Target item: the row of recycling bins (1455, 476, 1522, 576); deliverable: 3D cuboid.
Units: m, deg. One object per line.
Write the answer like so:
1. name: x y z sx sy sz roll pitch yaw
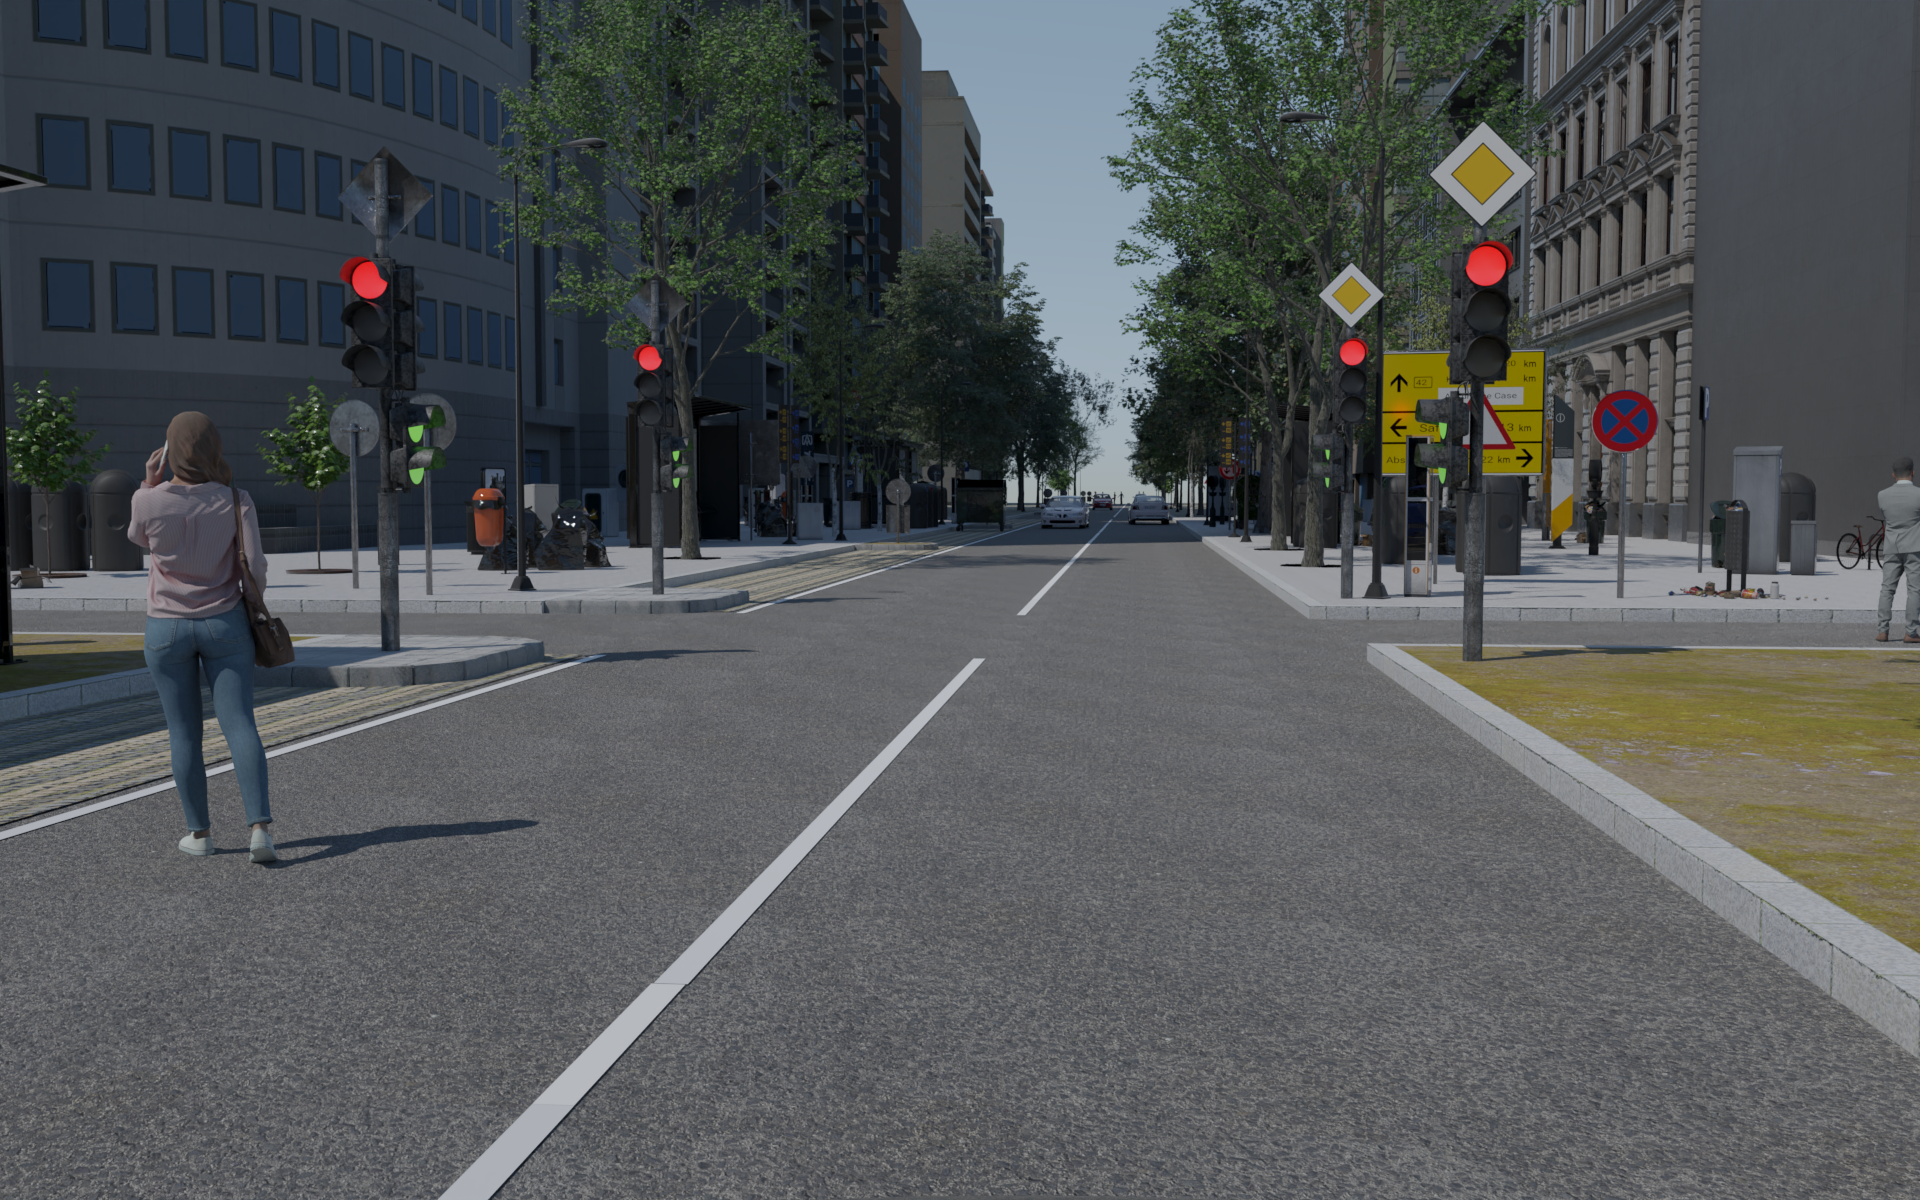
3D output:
1. row of recycling bins: 8.743 -1.324 28.760 1.069 1.692 3.534 1 4 15

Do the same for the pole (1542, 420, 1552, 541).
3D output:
1. pole: 16.097 -3.282 47.497 0.158 3.312 0.155 0 3 0

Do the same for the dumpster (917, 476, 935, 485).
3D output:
1. dumpster: -1.945 -5.423 91.160 1.502 2.255 1.985 0 4 6

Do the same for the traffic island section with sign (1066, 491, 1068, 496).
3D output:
1. traffic island section with sign: 8.961 -8.556 148.514 1.989 1.847 2.006 0 4 6

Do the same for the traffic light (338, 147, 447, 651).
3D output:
1. traffic light: -4.645 -1.538 14.063 0.839 4.253 0.868 0 4 6

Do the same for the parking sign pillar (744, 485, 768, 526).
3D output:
1. parking sign pillar: -7.985 -4.977 69.852 1.447 3.967 1.447 -1 4 -10

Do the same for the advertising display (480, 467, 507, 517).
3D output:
1. advertising display: -11.314 -2.252 42.029 0.123 1.923 0.974 1 4 16

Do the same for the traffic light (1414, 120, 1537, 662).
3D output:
1. traffic light: 3.924 -1.486 13.212 0.839 4.253 0.868 0 4 6

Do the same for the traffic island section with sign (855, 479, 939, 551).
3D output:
1. traffic island section with sign: -1.590 -2.200 44.601 1.989 1.847 2.006 0 4 6

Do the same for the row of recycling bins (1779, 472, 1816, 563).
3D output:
1. row of recycling bins: 16.049 -1.646 34.031 1.069 1.692 3.534 1 4 18

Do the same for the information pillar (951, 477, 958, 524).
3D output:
1. information pillar: -0.172 -4.312 74.988 0.304 2.012 0.304 -3 4 -38

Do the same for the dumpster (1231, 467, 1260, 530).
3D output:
1. dumpster: 10.618 -3.707 63.101 1.502 2.255 1.985 0 4 6

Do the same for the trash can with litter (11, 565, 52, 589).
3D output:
1. trash can with litter: -12.961 -0.740 23.494 1.055 1.170 0.624 -3 4 -39

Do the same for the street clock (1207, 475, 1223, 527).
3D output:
1. street clock: 9.816 -3.832 67.228 0.358 2.002 0.471 -2 4 -26

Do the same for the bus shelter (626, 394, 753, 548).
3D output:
1. bus shelter: -6.779 -3.225 44.011 1.731 3.624 6.357 0 4 6

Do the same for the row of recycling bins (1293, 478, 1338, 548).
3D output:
1. row of recycling bins: 8.661 -2.166 42.527 1.069 1.692 3.534 0 4 8

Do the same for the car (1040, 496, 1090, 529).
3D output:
1. car: 4.480 -3.727 73.302 2.083 1.381 4.827 0 4 7

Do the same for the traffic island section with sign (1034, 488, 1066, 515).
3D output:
1. traffic island section with sign: 6.236 -6.916 121.697 1.989 1.847 2.006 0 4 6

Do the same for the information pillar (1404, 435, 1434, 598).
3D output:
1. information pillar: 5.716 -1.045 21.576 0.304 2.012 0.304 2 4 24

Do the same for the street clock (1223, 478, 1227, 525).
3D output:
1. street clock: 10.987 -4.156 72.522 0.358 2.002 0.471 1 4 17

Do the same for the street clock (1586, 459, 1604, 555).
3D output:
1. street clock: 13.288 -1.938 36.264 0.358 2.002 0.471 2 4 26

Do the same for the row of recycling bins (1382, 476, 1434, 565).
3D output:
1. row of recycling bins: 8.545 -1.590 33.115 1.069 1.692 3.534 1 4 15

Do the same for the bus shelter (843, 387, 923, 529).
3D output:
1. bus shelter: -3.049 -5.506 67.648 2.179 5.291 8.768 0 4 6

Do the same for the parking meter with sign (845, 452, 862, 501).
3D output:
1. parking meter with sign: -4.468 -4.571 71.000 0.543 3.016 1.738 1 4 10

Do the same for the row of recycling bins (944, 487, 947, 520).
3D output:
1. row of recycling bins: -1.152 -4.883 86.948 1.069 1.692 3.534 0 4 4

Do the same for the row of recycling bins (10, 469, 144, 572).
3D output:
1. row of recycling bins: -15.434 -1.343 29.074 3.534 1.692 1.069 0 4 7

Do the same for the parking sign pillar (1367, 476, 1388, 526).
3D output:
1. parking sign pillar: 17.362 -5.024 70.615 1.447 3.967 1.447 2 4 34

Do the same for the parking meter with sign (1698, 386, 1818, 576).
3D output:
1. parking meter with sign: 12.739 -1.919 27.644 1.738 3.016 0.543 2 4 30

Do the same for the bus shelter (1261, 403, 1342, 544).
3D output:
1. bus shelter: 9.350 -3.443 47.581 1.731 3.624 6.357 0 4 6

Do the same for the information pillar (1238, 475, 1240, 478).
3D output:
1. information pillar: 10.783 -3.760 65.964 0.304 2.012 0.304 3 4 38

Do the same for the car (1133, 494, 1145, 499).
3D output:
1. car: 23.705 -13.357 227.426 2.155 1.783 4.494 0 4 6

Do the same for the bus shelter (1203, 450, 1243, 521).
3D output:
1. bus shelter: 12.181 -5.224 79.335 2.014 3.302 5.546 0 4 6

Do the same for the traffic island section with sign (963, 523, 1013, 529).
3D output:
1. traffic island section with sign: 1.162 -3.861 71.752 1.989 1.847 2.006 0 4 6

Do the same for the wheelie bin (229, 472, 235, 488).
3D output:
1. wheelie bin: -10.219 -0.953 23.490 0.980 1.594 0.693 -2 4 -33

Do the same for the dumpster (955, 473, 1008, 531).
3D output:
1. dumpster: 0.815 -3.757 66.381 1.985 2.255 1.502 0 4 6

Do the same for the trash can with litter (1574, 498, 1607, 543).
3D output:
1. trash can with litter: 16.325 -2.055 44.986 0.624 1.170 1.055 -1 4 -11

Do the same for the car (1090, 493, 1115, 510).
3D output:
1. car: 12.698 -8.892 154.425 2.155 1.783 4.494 0 4 4

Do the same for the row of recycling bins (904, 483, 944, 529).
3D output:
1. row of recycling bins: -1.503 -3.588 65.773 1.069 1.692 3.534 1 4 9

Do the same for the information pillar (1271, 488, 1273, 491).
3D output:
1. information pillar: 11.725 -3.673 64.545 0.304 2.012 0.304 3 4 36

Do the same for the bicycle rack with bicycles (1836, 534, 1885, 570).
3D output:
1. bicycle rack with bicycles: 16.197 -0.911 28.284 2.852 0.926 2.925 0 4 -3

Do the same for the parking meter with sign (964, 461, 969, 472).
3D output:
1. parking meter with sign: 0.401 -5.927 93.172 0.543 3.016 1.738 1 4 13

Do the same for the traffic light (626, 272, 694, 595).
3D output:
1. traffic light: -3.838 -2.024 22.007 0.839 4.253 0.868 0 4 6

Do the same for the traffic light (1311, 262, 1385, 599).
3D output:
1. traffic light: 4.731 -1.972 21.156 0.839 4.253 0.868 0 4 6

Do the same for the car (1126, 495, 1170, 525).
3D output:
1. car: 8.963 -4.277 82.293 2.083 1.381 4.827 0 4 4

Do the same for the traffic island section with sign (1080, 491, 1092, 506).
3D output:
1. traffic island section with sign: 17.301 -13.579 230.639 1.989 1.847 2.006 0 4 6

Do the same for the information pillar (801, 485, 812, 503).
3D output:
1. information pillar: -5.762 -3.711 65.163 0.304 2.012 0.304 2 4 31

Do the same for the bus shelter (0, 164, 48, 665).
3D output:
1. bus shelter: -7.925 -1.144 9.995 1.731 3.624 6.357 0 4 6

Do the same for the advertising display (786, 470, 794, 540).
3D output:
1. advertising display: -4.544 -2.506 46.189 0.123 1.923 0.974 -1 4 -10

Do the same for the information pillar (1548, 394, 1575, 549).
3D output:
1. information pillar: 14.087 -3.007 40.518 0.504 3.616 0.183 0 4 -1

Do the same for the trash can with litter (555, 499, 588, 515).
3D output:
1. trash can with litter: -8.534 -1.588 37.350 0.624 1.170 1.055 1 4 23
